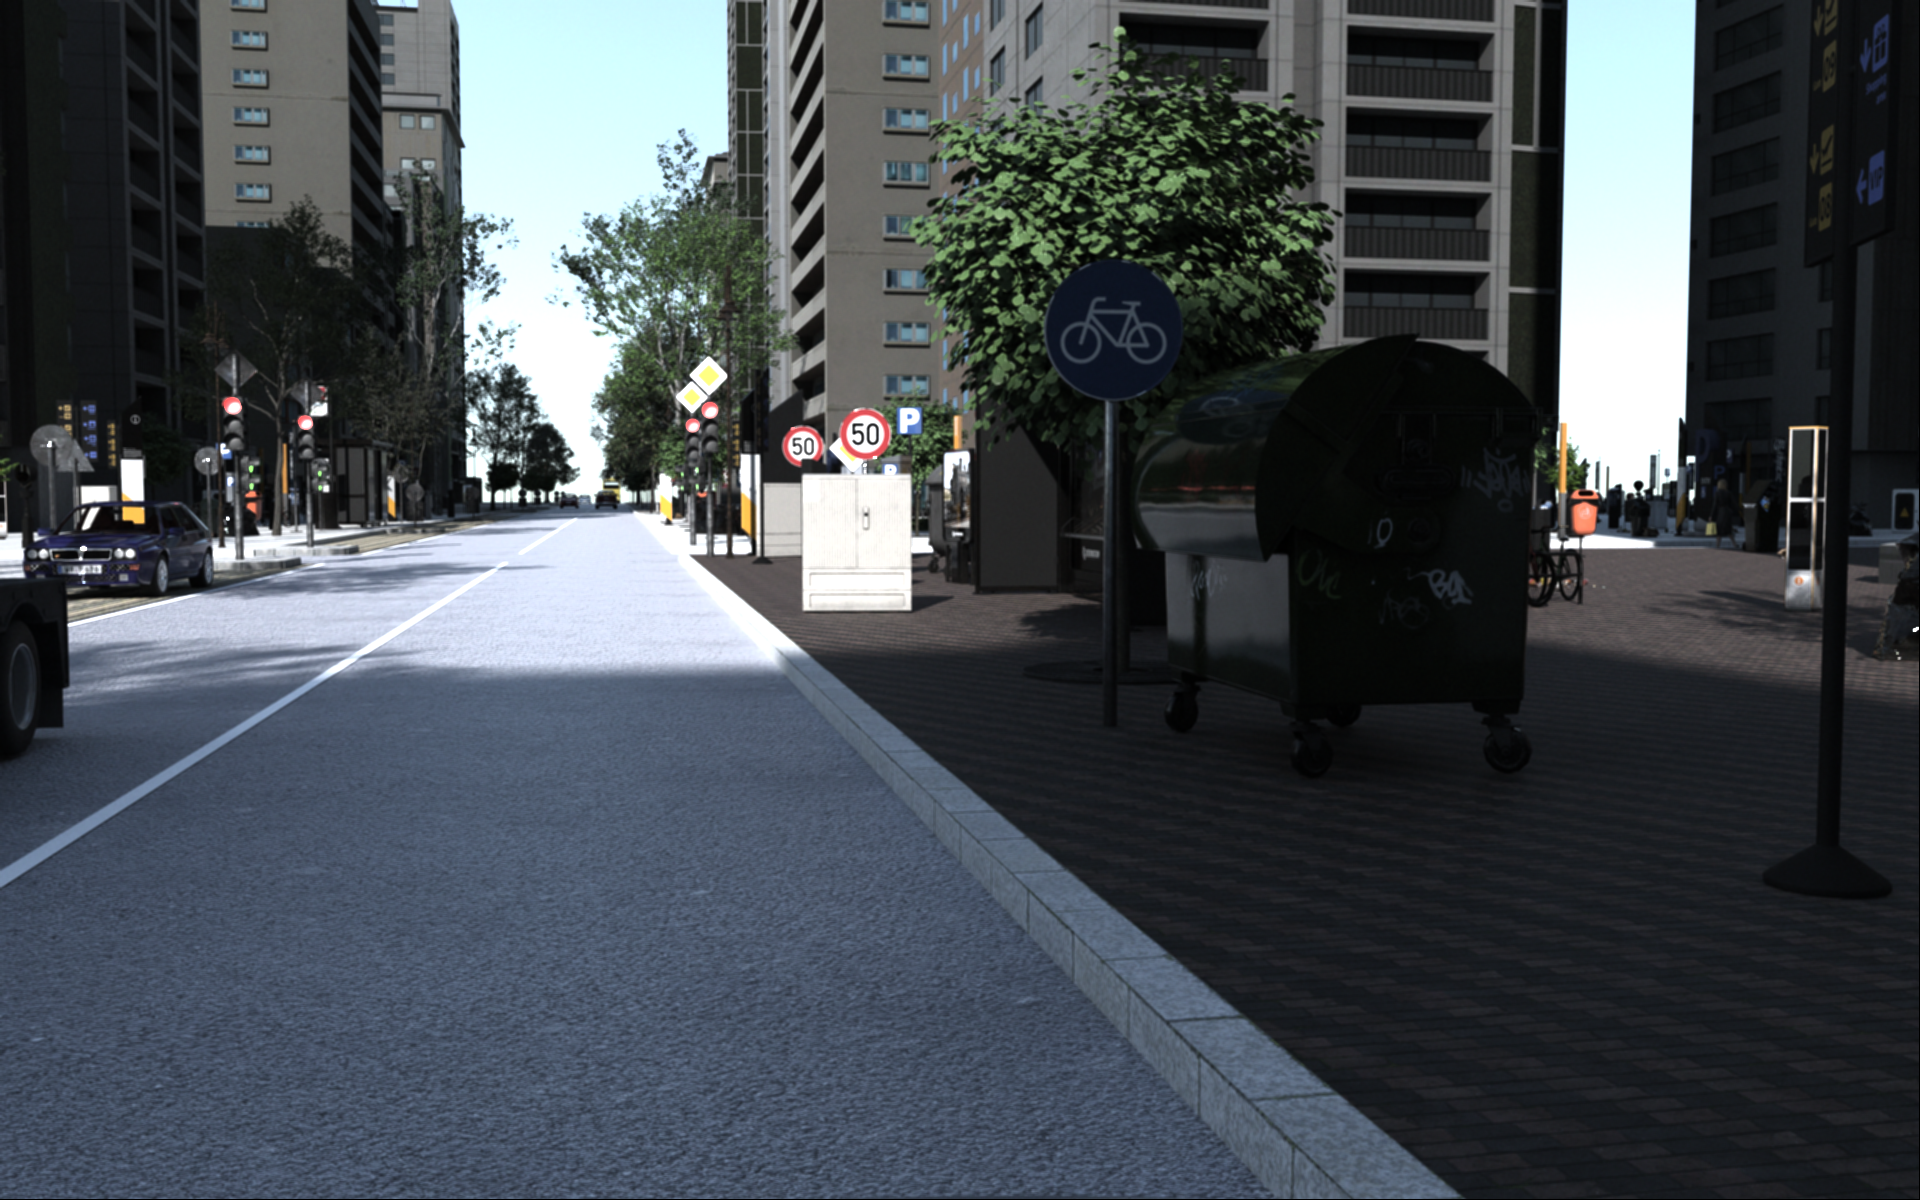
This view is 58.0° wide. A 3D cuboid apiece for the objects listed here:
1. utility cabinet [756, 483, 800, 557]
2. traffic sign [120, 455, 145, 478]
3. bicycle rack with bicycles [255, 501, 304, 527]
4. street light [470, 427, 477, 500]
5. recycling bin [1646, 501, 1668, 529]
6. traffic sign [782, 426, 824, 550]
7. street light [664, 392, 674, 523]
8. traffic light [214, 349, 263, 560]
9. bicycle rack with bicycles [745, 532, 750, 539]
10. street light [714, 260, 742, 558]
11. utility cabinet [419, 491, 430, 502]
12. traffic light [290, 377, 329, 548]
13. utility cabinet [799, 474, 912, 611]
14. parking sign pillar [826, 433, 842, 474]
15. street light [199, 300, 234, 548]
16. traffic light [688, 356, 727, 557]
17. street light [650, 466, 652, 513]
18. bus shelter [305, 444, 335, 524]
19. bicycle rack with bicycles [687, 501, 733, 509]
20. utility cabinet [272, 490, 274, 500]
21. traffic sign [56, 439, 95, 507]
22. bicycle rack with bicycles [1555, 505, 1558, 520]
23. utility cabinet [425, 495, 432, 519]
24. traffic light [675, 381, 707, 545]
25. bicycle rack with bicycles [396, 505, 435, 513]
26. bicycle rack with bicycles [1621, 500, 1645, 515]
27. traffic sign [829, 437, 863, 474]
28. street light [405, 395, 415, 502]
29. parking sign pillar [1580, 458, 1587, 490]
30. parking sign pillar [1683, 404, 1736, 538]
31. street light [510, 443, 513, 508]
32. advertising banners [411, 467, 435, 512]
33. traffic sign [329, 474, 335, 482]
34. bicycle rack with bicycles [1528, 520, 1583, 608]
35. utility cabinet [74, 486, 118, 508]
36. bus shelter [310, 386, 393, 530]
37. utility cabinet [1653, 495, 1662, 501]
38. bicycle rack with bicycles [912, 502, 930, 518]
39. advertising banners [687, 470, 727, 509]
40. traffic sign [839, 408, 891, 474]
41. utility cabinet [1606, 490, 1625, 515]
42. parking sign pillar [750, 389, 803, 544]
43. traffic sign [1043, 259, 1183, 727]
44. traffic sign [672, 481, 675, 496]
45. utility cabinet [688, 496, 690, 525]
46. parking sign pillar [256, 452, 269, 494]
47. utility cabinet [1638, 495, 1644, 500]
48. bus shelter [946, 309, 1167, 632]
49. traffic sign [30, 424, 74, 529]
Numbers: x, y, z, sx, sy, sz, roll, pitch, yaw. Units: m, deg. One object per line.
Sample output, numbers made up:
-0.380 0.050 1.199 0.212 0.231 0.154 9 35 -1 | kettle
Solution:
-3.592 -1.623 35.215 1.173 1.500 0.318 -3 5 -44 | utility cabinet
-21.539 -2.630 45.128 0.606 2.300 0.079 -1 4 -11 | traffic sign
-27.489 -3.249 66.504 2.925 0.926 2.852 2 4 26 | bicycle rack with bicycles
-32.806 -8.823 117.046 0.468 5.910 1.993 -1 4 -11 | street light
25.599 -3.143 63.936 0.722 1.027 0.722 -2 4 -31 | recycling bin
-2.930 -1.975 32.395 0.768 2.556 0.104 0 4 -6 | traffic sign
-13.082 -6.429 77.902 0.468 5.910 1.993 -1 4 -11 | street light
-14.025 -2.736 33.653 0.839 4.253 0.868 -1 4 -11 | traffic light
-4.427 -2.151 48.546 2.852 0.926 2.925 -2 4 -30 | bicycle rack with bicycles
-4.594 -3.768 34.394 0.468 5.910 1.993 -1 4 -11 | street light
-33.685 -6.088 108.215 0.318 1.500 1.173 3 4 39 | utility cabinet
-15.584 -3.215 41.485 0.839 4.253 0.868 -1 4 -11 | traffic light
-1.115 -0.617 18.771 1.173 1.500 0.318 0 4 -3 | utility cabinet
-5.479 -5.339 75.770 1.447 3.967 1.447 -1 4 -16 | parking sign pillar
-17.702 -4.194 41.366 0.468 5.910 1.993 -1 4 -11 | street light
-5.141 -2.845 35.431 0.839 4.253 0.868 -1 4 -11 | traffic light
-20.830 -8.803 116.720 0.468 5.910 1.993 -1 4 -11 | street light
-28.246 -5.332 78.469 1.731 3.624 6.357 -1 4 -11 | bus shelter
-12.251 -4.456 86.234 2.852 0.926 2.925 1 4 16 | bicycle rack with bicycles
-40.341 -5.655 101.142 0.318 1.500 1.173 -2 4 -31 | utility cabinet
-20.816 -2.493 40.768 0.884 2.594 0.081 0 4 -2 | traffic sign
27.977 -4.062 79.793 2.852 0.926 2.925 3 5 40 | bicycle rack with bicycles
-27.089 -4.716 88.268 0.306 1.237 1.020 -1 4 -14 | utility cabinet
-6.699 -3.324 43.263 0.839 4.253 0.868 -1 4 -11 | traffic light
-33.335 -5.693 106.461 2.925 0.926 2.852 -3 4 -39 | bicycle rack with bicycles
41.426 -5.556 104.226 2.925 0.926 2.852 2 4 30 | bicycle rack with bicycles
-1.791 -1.693 28.866 0.795 2.450 0.064 -1 4 -11 | traffic sign
-25.185 -6.534 79.626 0.468 5.910 1.993 -1 4 -11 | street light
45.831 -8.539 128.083 1.447 3.967 1.447 3 5 45 | parking sign pillar
22.316 -3.854 51.483 1.447 3.967 1.447 0 4 2 | parking sign pillar
-40.297 -11.170 155.409 0.468 5.910 1.993 -1 4 -11 | street light
-35.051 -7.196 113.839 2.074 3.025 0.090 0 4 5 | advertising banners
-27.103 -4.536 74.162 0.884 2.594 0.081 -1 4 -11 | traffic sign
6.233 -0.433 20.455 2.925 0.926 2.852 -2 4 -27 | bicycle rack with bicycles
-23.226 -2.316 46.546 1.173 1.500 0.318 1 4 17 | utility cabinet
-23.568 -5.455 66.825 2.179 5.291 8.768 -1 4 -11 | bus shelter
41.029 -5.511 101.260 1.020 1.237 0.306 1 4 13 | utility cabinet
-1.198 -4.162 81.433 2.852 0.926 2.925 -1 4 -11 | bicycle rack with bicycles
-11.316 -5.035 78.507 2.074 3.025 0.090 0 4 2 | advertising banners
-1.405 -1.571 25.786 0.768 2.556 0.104 0 4 -3 | traffic sign
40.388 -5.995 106.699 1.173 1.500 0.318 -1 4 -23 | utility cabinet
-4.678 -3.419 44.377 1.447 3.967 1.447 -2 4 -34 | parking sign pillar
0.831 -0.575 9.510 0.768 2.556 0.104 0 4 -5 | traffic sign
-19.267 -7.079 115.842 0.768 2.556 0.104 -1 4 -11 | traffic sign
-10.982 -3.705 71.744 0.306 1.237 1.020 -2 4 -27 | utility cabinet
-42.650 -7.175 105.789 1.447 3.967 1.447 0 4 6 | parking sign pillar
34.511 -4.685 87.756 0.306 1.237 1.020 1 4 22 | utility cabinet
1.269 -1.705 19.155 1.731 3.624 6.357 -1 4 -11 | bus shelter
-16.622 -1.933 31.710 0.768 2.556 0.104 0 4 -4 | traffic sign
